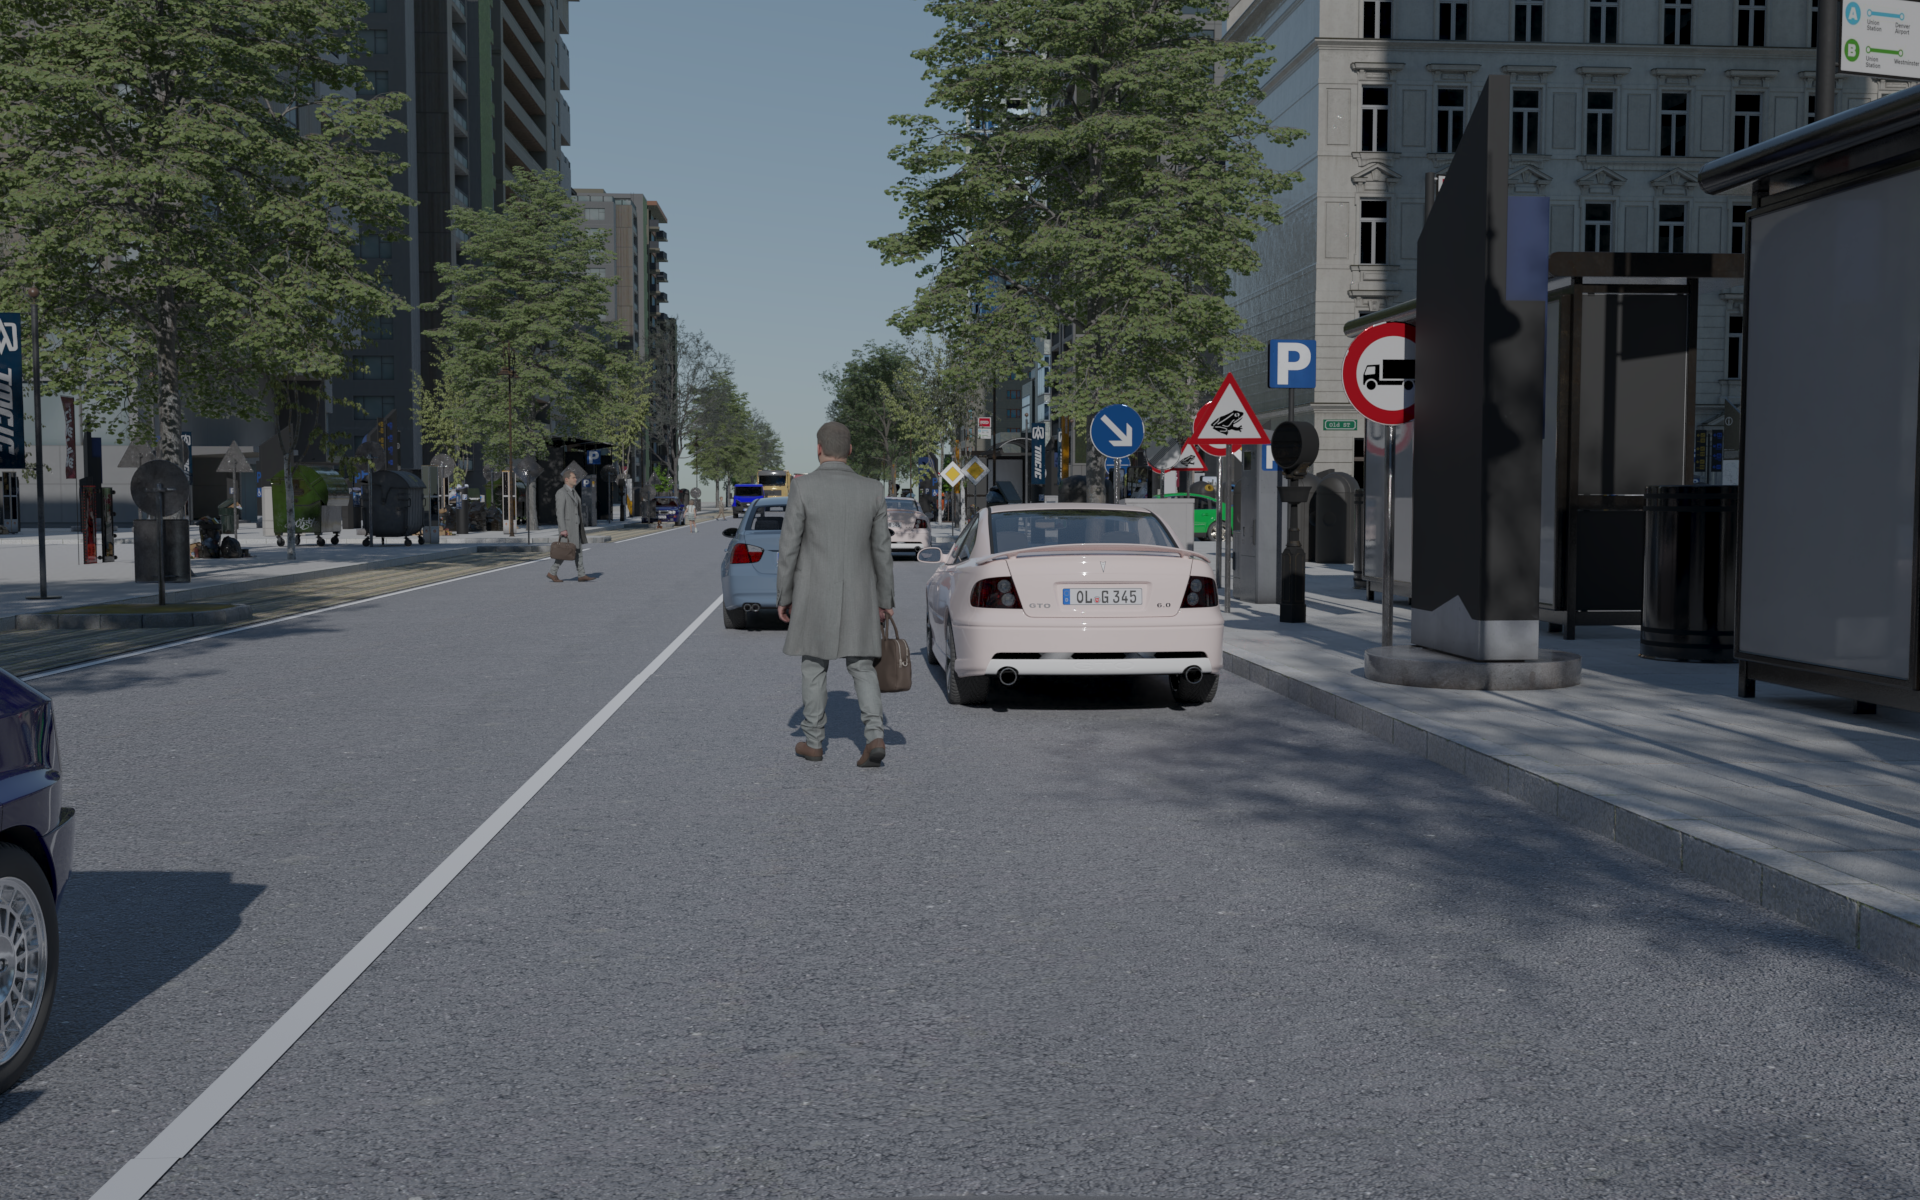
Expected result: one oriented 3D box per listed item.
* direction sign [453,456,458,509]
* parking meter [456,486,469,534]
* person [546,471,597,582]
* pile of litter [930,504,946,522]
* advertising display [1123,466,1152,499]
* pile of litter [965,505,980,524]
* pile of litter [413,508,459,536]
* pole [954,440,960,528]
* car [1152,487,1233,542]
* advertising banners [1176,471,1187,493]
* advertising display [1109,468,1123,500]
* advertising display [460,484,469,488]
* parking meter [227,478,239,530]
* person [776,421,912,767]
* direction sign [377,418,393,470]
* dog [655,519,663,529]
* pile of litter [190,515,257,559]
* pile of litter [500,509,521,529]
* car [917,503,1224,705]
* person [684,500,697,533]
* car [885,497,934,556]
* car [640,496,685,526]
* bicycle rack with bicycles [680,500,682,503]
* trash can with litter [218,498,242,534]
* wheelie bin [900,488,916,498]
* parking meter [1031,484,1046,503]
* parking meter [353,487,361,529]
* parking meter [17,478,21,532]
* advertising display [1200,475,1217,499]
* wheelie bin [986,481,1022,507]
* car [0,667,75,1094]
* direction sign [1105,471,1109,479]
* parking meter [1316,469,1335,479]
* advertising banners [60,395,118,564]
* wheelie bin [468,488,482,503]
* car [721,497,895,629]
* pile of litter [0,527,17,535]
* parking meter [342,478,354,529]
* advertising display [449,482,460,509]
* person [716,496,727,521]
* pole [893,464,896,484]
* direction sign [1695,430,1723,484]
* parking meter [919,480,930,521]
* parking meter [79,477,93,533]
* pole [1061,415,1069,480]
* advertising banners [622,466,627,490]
[{"bbox_3d":[-29.007,-6.588,99.703,0.379,3.537,0.876,0,4,-3],"label":"direction sign"},{"bbox_3d":[-15.891,-2.867,55.281,0.372,1.533,0.369,0,3,0],"label":"parking meter"},{"bbox_3d":[-6.327,-1.196,28.157,0.767,1.812,0.694,1,4,10],"label":"person"},{"bbox_3d":[-1.442,-4.052,80.214,1.719,0.858,1.176,1,4,15],"label":"pile of litter"},{"bbox_3d":[4.125,-2.120,39.874,0.123,1.923,0.974,-2,4,-24],"label":"advertising display"},{"bbox_3d":[0.740,-3.626,73.244,1.176,0.858,1.719,-3,4,-37],"label":"pile of litter"},{"bbox_3d":[-16.217,-2.416,53.474,1.176,0.858,1.719,-3,5,-40],"label":"pile of litter"},{"bbox_3d":[-0.115,-4.382,65.490,0.158,3.312,0.155,0,3,0],"label":"pole"},{"bbox_3d":[5.970,-2.516,49.930,4.718,1.807,1.959,0,4,-4],"label":"car"},{"bbox_3d":[8.884,-4.276,66.092,2.074,3.025,0.090,1,4,18],"label":"advertising banners"},{"bbox_3d":[3.880,-2.304,42.891,0.123,1.923,0.974,1,4,22],"label":"advertising display"},{"bbox_3d":[-31.157,-6.293,108.106,0.974,1.923,0.123,-1,4,-20],"label":"advertising display"},{"bbox_3d":[-26.268,-3.480,62.606,0.399,1.863,0.255,-2,4,-27],"label":"parking meter"},{"bbox_3d":[-0.643,-0.036,9.191,0.694,1.812,0.767,-1,4,-21],"label":"person"},{"bbox_3d":[-17.134,-3.651,51.693,0.379,3.537,0.876,1,4,10],"label":"direction sign"},{"bbox_3d":[-12.376,-3.099,70.869,0.550,0.427,0.748,2,4,26],"label":"dog"},{"bbox_3d":[-15.051,-1.267,34.683,1.719,0.858,1.176,-1,4,-8],"label":"pile of litter"},{"bbox_3d":[-16.952,-3.019,63.328,1.719,0.858,1.176,1,4,20],"label":"pile of litter"},{"bbox_3d":[0.739,-0.053,13.221,2.083,1.381,4.827,0,4,-4],"label":"car"},{"bbox_3d":[-9.996,-3.100,64.204,0.505,1.210,0.382,0,4,-6],"label":"person"},{"bbox_3d":[-1.604,-1.602,38.552,2.083,1.381,4.827,0,4,-3],"label":"car"},{"bbox_3d":[-13.338,-3.997,77.927,1.945,1.354,3.894,0,4,-5],"label":"car"},{"bbox_3d":[-19.353,-6.087,112.901,2.852,0.926,2.925,-1,4,-17],"label":"bicycle rack with bicycles"},{"bbox_3d":[-23.444,-2.672,55.069,0.624,1.170,1.055,2,4,35],"label":"trash can with litter"},{"bbox_3d":[-2.935,-5.424,96.585,0.980,1.594,0.693,1,4,20],"label":"wheelie bin"},{"bbox_3d":[2.021,-2.228,44.831,0.372,1.533,0.369,0,3,0],"label":"parking meter"},{"bbox_3d":[-22.469,-3.433,64.537,0.372,1.533,0.369,0,3,0],"label":"parking meter"},{"bbox_3d":[-32.134,-3.251,58.857,0.255,1.863,0.399,-1,4,-13],"label":"parking meter"},{"bbox_3d":[8.666,-3.360,60.151,0.974,1.923,0.123,-3,5,-43],"label":"advertising display"},{"bbox_3d":[1.036,-2.080,41.920,0.693,1.594,0.980,2,4,35],"label":"wheelie bin"},{"bbox_3d":[-3.061,0.600,2.772,1.945,1.354,3.894,0,4,-3],"label":"car"},{"bbox_3d":[8.674,-6.864,104.221,0.379,3.537,0.876,3,5,42],"label":"direction sign"},{"bbox_3d":[8.436,-2.102,40.072,0.399,1.863,0.255,3,5,42],"label":"parking meter"},{"bbox_3d":[-15.975,-2.176,31.760,0.090,3.025,2.074,0,4,-3],"label":"advertising banners"},{"bbox_3d":[-26.472,-5.269,94.052,0.980,1.594,0.693,-2,4,-29],"label":"wheelie bin"},{"bbox_3d":[-1.734,-0.473,19.743,2.014,1.417,4.499,0,4,-4],"label":"car"},{"bbox_3d":[-30.674,-2.497,54.798,1.719,0.858,1.176,0,4,0],"label":"pile of litter"},{"bbox_3d":[-22.312,-3.508,63.064,0.255,1.863,0.399,1,4,16],"label":"parking meter"},{"bbox_3d":[-27.248,-5.330,92.357,0.123,1.923,0.974,2,4,32],"label":"advertising display"},{"bbox_3d":[-12.850,-4.918,93.183,0.640,1.303,0.475,-2,4,-33],"label":"person"},{"bbox_3d":[-4.528,-7.668,119.222,0.158,3.312,0.155,0,3,0],"label":"pole"},{"bbox_3d":[26.330,-4.218,60.963,0.876,3.537,0.379,1,4,18],"label":"direction sign"},{"bbox_3d":[-1.407,-3.905,69.559,0.399,1.863,0.255,-3,5,-41],"label":"parking meter"},{"bbox_3d":[-29.141,-3.184,57.774,0.399,1.863,0.255,1,4,22],"label":"parking meter"},{"bbox_3d":[2.645,-3.043,43.591,0.158,3.312,0.155,0,3,0],"label":"pole"},{"bbox_3d":[-20.312,-6.870,108.512,2.074,3.025,0.090,2,4,25],"label":"advertising banners"}]
